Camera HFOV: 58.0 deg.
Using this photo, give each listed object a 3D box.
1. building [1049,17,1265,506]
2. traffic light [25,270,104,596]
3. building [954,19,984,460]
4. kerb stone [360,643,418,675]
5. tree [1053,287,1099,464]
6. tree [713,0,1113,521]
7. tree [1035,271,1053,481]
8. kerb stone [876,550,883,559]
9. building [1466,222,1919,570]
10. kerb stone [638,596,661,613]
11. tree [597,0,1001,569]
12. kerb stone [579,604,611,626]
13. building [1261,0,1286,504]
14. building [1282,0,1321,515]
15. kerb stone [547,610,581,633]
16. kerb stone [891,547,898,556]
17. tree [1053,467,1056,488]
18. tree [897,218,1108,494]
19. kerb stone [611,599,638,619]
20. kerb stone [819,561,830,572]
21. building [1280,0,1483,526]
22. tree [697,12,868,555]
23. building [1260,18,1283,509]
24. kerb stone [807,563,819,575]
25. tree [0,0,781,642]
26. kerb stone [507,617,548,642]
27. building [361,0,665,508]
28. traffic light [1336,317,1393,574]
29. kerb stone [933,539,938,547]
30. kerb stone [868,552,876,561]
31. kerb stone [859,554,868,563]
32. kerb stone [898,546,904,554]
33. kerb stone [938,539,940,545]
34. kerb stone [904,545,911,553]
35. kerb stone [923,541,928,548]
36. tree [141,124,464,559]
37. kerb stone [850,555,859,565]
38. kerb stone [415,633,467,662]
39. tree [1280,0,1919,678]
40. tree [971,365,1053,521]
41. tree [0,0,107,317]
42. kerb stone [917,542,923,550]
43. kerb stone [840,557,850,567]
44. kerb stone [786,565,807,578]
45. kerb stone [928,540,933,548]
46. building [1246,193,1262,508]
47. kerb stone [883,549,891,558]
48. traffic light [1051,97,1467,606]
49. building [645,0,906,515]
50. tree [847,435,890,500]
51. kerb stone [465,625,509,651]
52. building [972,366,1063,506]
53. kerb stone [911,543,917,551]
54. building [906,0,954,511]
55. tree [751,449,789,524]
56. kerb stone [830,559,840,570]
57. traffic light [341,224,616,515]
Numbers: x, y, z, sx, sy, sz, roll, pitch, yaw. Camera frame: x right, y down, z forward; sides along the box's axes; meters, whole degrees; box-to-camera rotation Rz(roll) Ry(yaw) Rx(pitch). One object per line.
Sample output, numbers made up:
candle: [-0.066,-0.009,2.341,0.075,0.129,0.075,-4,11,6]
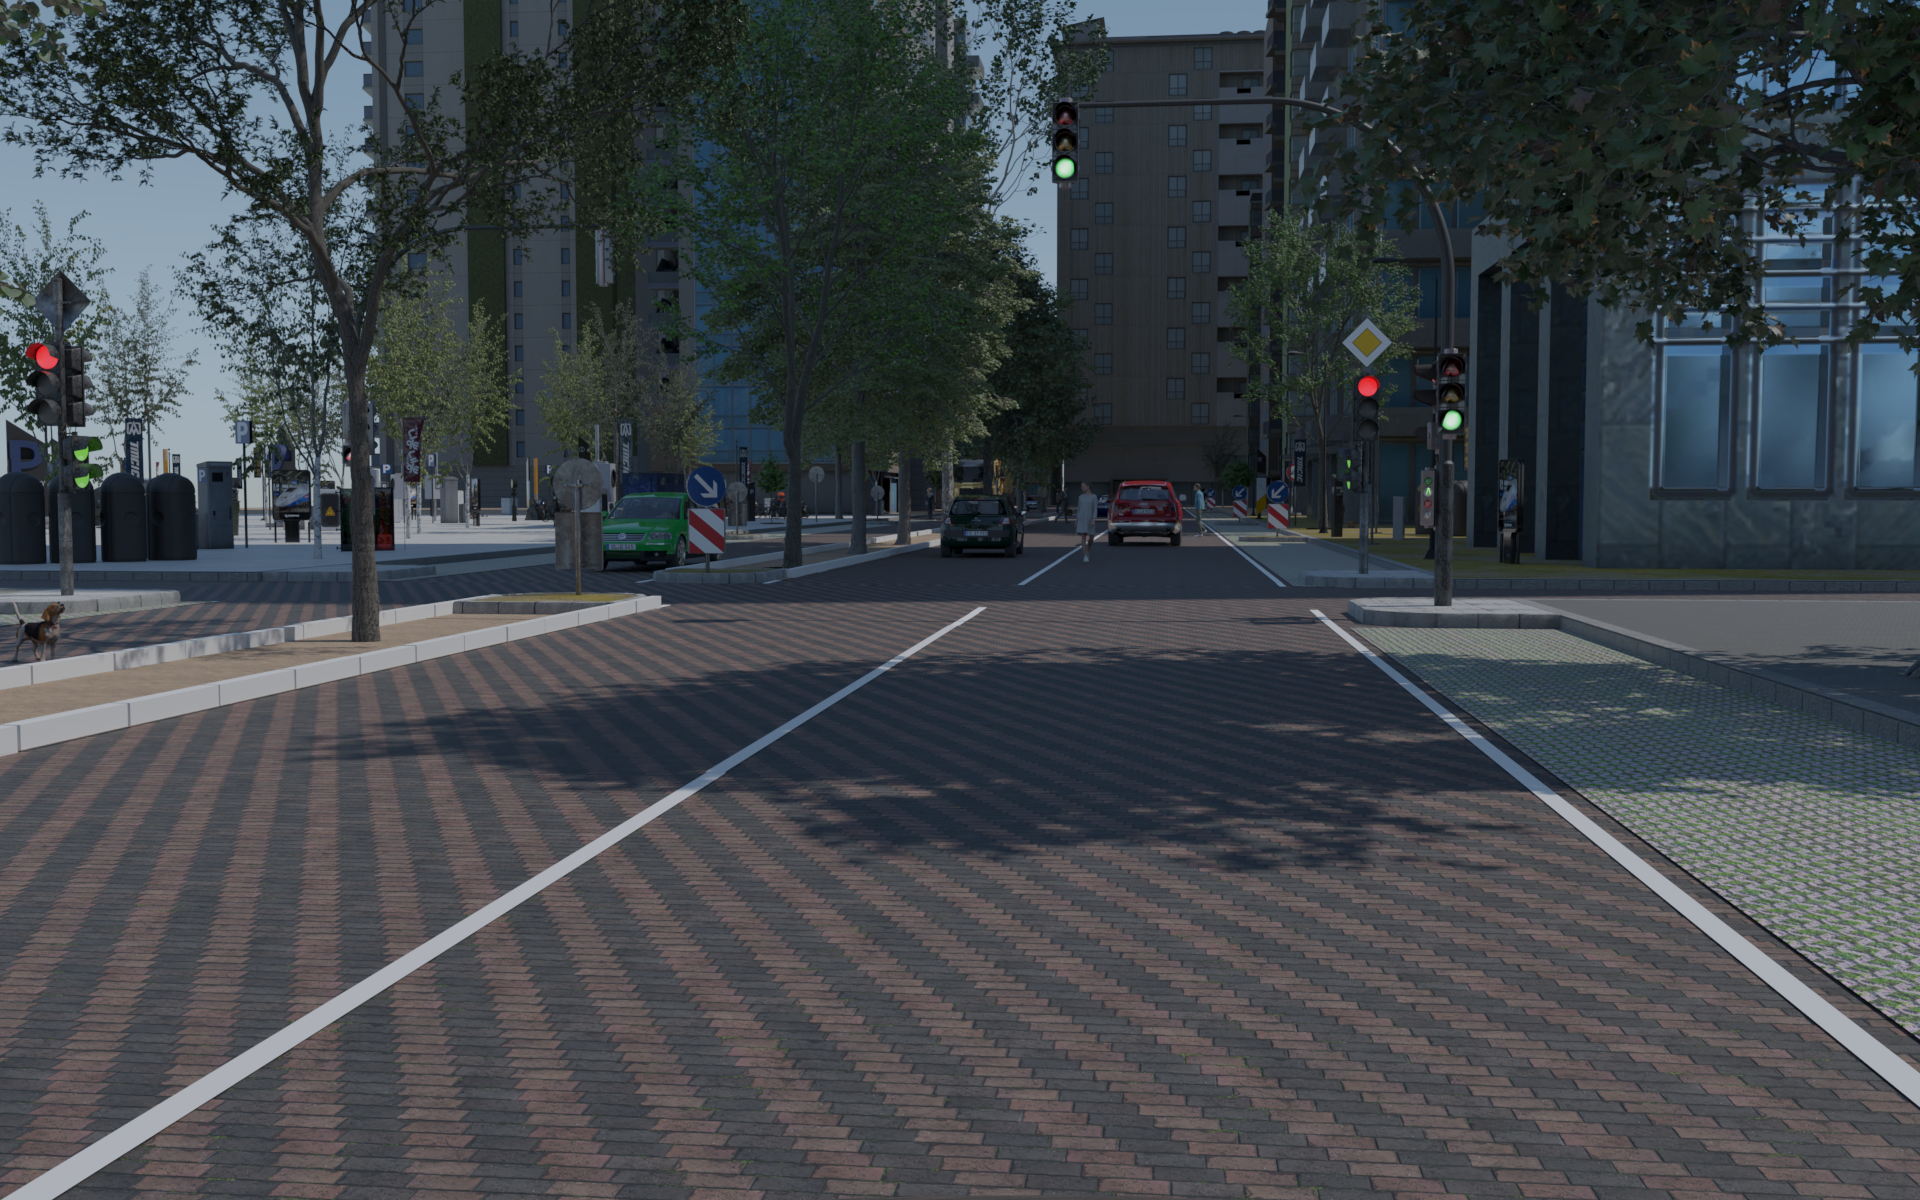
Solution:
building: [24.954,-37.357,200.025,27.495,52.752,28.713,0,4,7]
traffic light: [-11.272,-2.010,21.778,0.839,4.253,0.868,0,4,7]
building: [-13.285,-33.533,167.871,30.456,49.044,23.786,0,4,7]
kerb stone: [-4.734,0.494,14.191,0.120,0.150,1.000,0,4,7]
tree: [2.861,-10.020,84.416,7.486,12.596,7.792,0,3,0]
tree: [-1.535,-12.306,59.551,12.611,20.169,13.585,0,3,0]
tree: [-1.628,-7.829,48.588,7.486,12.596,7.792,0,3,0]
kerb stone: [-1.882,-0.971,38.162,0.120,0.150,1.000,0,4,7]
building: [27.663,-44.267,36.429,31.000,86.520,22.319,0,4,7]
kerb stone: [-3.881,0.054,21.310,0.120,0.150,1.000,0,4,7]
tree: [-3.073,-6.367,32.311,9.928,11.665,9.643,0,3,0]
kerb stone: [-4.131,0.179,19.275,0.120,0.150,1.000,0,4,7]
building: [34.418,-29.115,130.652,22.147,44.769,28.867,0,4,7]
building: [27.485,-26.040,109.343,14.154,41.232,14.086,0,4,7]
kerb stone: [-4.254,0.241,18.261,0.120,0.150,1.000,0,4,7]
kerb stone: [-1.638,-1.101,40.197,0.120,0.150,1.000,0,4,7]
tree: [3.414,-8.434,90.714,4.737,8.622,4.395,0,3,0]
tree: [1.141,-9.252,70.730,9.611,12.733,9.660,0,3,0]
kerb stone: [-4.011,0.118,20.296,0.120,0.150,1.000,0,4,7]
kerb stone: [-2.600,-0.600,32.039,0.120,0.150,1.000,0,4,7]
building: [27.607,-28.155,79.935,23.786,49.044,30.456,0,4,7]
tree: [-2.459,-7.369,41.062,7.486,12.596,7.792,0,3,0]
building: [34.005,-30.750,152.872,14.600,45.320,14.200,0,4,7]
kerb stone: [-2.734,-0.539,31.018,0.120,0.150,1.000,0,4,7]
tree: [-5.683,-4.888,16.786,8.767,10.594,7.601,0,4,7]
kerb stone: [-4.369,0.303,17.245,0.120,0.150,1.000,0,4,7]
building: [-42.971,-38.552,172.330,28.212,58.520,21.231,0,4,7]
traffic light: [6.468,-2.374,27.730,0.839,4.253,0.868,0,4,7]
kerb stone: [-0.784,-1.532,47.313,0.120,0.150,1.000,0,4,7]
kerb stone: [-1.999,-0.905,37.145,0.120,0.150,1.000,0,4,7]
kerb stone: [-2.123,-0.851,36.116,0.120,0.150,1.000,0,4,7]
kerb stone: [-1.515,-1.163,41.215,0.120,0.150,1.000,0,4,7]
kerb stone: [-0.664,-1.598,48.329,0.120,0.150,1.000,0,4,7]
kerb stone: [-1.393,-1.224,42.230,0.120,0.150,1.000,0,4,7]
kerb stone: [-1.038,-1.412,45.280,0.120,0.150,1.000,0,4,7]
tree: [-12.948,-5.129,34.216,4.360,8.622,3.978,0,3,0]
kerb stone: [-2.241,-0.789,35.101,0.120,0.150,1.000,0,4,7]
kerb stone: [-4.615,0.427,15.216,0.120,0.150,1.000,0,4,7]
tree: [7.021,-5.790,11.676,9.611,12.733,9.660,0,3,0]
tree: [1.718,-7.682,78.428,4.737,8.622,4.395,0,3,0]
tree: [-6.935,-5.954,6.459,9.857,13.997,8.962,0,3,0]
kerb stone: [-1.151,-1.350,44.264,0.120,0.150,1.000,0,4,7]
kerb stone: [-2.366,-0.727,34.086,0.120,0.150,1.000,0,4,7]
kerb stone: [-2.848,-0.477,30.001,0.120,0.150,1.000,0,4,7]
kerb stone: [-0.909,-1.474,46.294,0.120,0.150,1.000,0,4,7]
building: [34.782,-24.205,167.460,14.160,30.474,14.107,0,4,7]
kerb stone: [-1.750,-1.039,39.181,0.120,0.150,1.000,0,4,7]
traffic light: [3.435,-2.767,19.907,4.771,5.953,1.251,0,4,7]
building: [-11.382,-28.273,112.376,14.600,45.320,14.200,0,4,7]
tree: [-4.941,-9.245,101.523,4.360,8.622,3.978,0,3,0]
kerb stone: [-4.498,0.365,16.232,0.120,0.150,1.000,0,4,7]
building: [-3.049,-21.972,204.273,28.899,21.520,27.650,0,4,7]
kerb stone: [-1.269,-1.288,43.249,0.120,0.150,1.000,0,4,7]
building: [-12.605,-36.173,133.434,21.231,58.520,28.212,0,4,7]
tree: [-8.198,-4.870,74.229,1.663,3.219,1.824,0,3,0]
kerb stone: [-2.493,-0.664,33.059,0.120,0.150,1.000,0,4,7]
traffic light: [-8.239,-3.353,29.495,4.771,5.953,1.251,0,4,7]
